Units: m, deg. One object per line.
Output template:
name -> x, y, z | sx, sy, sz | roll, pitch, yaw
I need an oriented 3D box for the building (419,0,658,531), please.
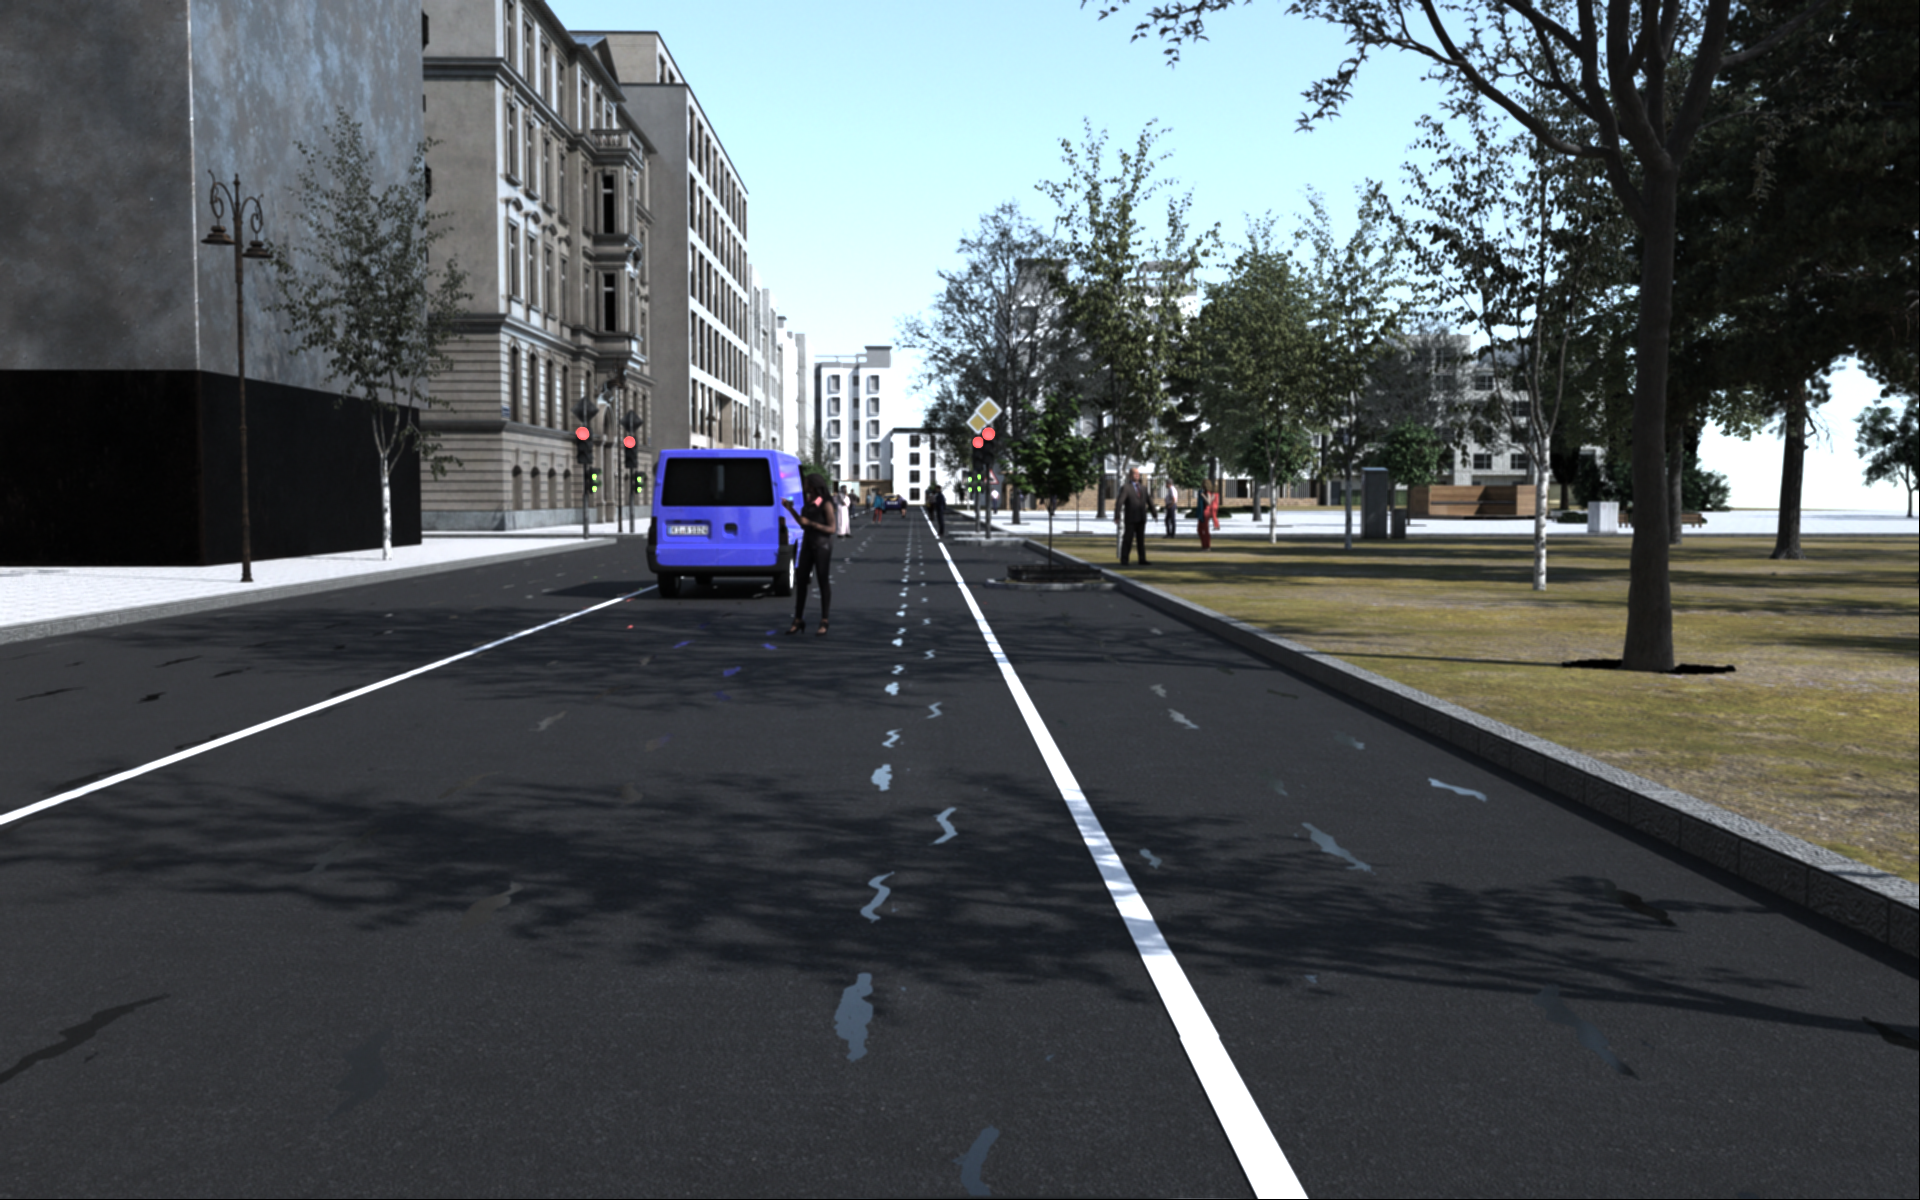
building -> -21.261, -15.691, 75.627 | 14.460, 24.649, 34.723 | 0, 4, -1

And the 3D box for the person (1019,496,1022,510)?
person -> 4.675, -8.032, 138.173 | 0.445, 1.727, 0.742 | -1, 4, -13

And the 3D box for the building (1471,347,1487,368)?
building -> 64.988, -22.740, 228.214 | 11.380, 20.091, 16.016 | 0, 4, -1

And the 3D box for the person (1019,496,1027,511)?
person -> 4.715, -7.534, 129.087 | 0.709, 1.838, 0.599 | -2, 4, -35

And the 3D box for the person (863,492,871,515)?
person -> -6.258, -6.515, 117.232 | 0.499, 1.552, 0.429 | -2, 4, -32

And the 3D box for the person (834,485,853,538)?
person -> -3.828, -2.919, 56.897 | 0.621, 1.740, 0.551 | 0, 4, 5

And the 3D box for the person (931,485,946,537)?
person -> -0.742, -3.019, 58.571 | 0.504, 1.737, 0.576 | 0, 4, 5

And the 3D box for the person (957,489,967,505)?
person -> 0.211, -12.019, 202.189 | 1.348, 1.869, 0.705 | 0, 4, -1

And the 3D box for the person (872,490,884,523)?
person -> -3.981, -4.532, 84.306 | 0.593, 1.614, 0.444 | 1, 4, 16

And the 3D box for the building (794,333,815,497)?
building -> -32.857, -20.275, 197.946 | 31.486, 18.905, 16.747 | 0, 4, -1

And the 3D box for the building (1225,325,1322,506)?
building -> 34.337, -20.974, 199.341 | 11.380, 20.091, 16.016 | 0, 4, -1

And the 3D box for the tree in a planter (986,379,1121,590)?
tree in a planter -> 1.408, -1.812, 26.841 | 1.991, 3.239, 1.994 | 0, 4, -1

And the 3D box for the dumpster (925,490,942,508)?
dumpster -> -2.772, -10.567, 180.983 | 1.865, 1.857, 1.264 | 0, 3, 0

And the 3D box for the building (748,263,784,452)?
building -> -24.676, -17.243, 148.387 | 16.747, 18.905, 31.486 | 0, 4, -1

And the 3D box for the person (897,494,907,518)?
person -> -3.512, -5.682, 104.628 | 0.697, 1.427, 0.421 | 2, 4, 29

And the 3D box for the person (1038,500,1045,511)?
person -> 6.048, -7.486, 131.626 | 0.799, 1.438, 0.628 | 1, 4, 10

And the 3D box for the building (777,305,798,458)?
building -> -24.952, -19.858, 181.105 | 16.016, 20.091, 11.380 | 0, 4, -1

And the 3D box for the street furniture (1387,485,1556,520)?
street furniture -> 27.356, -5.075, 89.823 | 9.812, 1.723, 11.010 | -1, 4, -20

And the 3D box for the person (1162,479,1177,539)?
person -> 6.022, -2.621, 49.830 | 0.436, 1.711, 0.756 | 1, 4, 9

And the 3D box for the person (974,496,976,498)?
person -> 1.737, -10.305, 175.232 | 0.721, 1.736, 1.217 | -1, 4, -21

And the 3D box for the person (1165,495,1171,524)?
person -> 8.849, -3.901, 73.059 | 0.421, 1.427, 0.697 | 1, 4, 10

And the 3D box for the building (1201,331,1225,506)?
building -> 22.965, -20.948, 198.919 | 11.380, 20.091, 16.016 | 0, 4, -1

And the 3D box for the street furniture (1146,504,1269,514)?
street furniture -> 15.302, -5.964, 113.131 | 10.072, 0.657, 5.734 | 0, 4, 1

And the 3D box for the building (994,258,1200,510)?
building -> 10.937, -17.637, 144.792 | 16.016, 20.091, 11.380 | 0, 4, -1

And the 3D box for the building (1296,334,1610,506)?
building -> 56.221, -20.397, 199.947 | 31.486, 18.905, 16.747 | 0, 4, -1

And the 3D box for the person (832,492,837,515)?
person -> -7.714, -5.903, 106.971 | 0.963, 1.587, 0.435 | 0, 4, 5

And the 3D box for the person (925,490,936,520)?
person -> -1.604, -5.146, 94.094 | 0.566, 1.644, 0.517 | 3, 5, 41

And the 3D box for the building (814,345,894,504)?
building -> -14.387, -22.633, 226.472 | 11.380, 20.091, 16.016 | 0, 4, -1

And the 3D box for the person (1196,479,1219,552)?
person -> 5.374, -1.867, 38.277 | 0.444, 1.614, 0.593 | 1, 4, 22

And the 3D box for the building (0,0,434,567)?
building -> -21.907, -10.438, 38.109 | 16.811, 18.784, 16.820 | 0, 4, -1

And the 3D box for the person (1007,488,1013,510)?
person -> 4.124, -7.954, 136.813 | 1.217, 1.735, 0.721 | -3, 5, -45

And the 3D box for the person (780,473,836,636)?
person -> -1.545, -0.466, 17.582 | 0.593, 1.643, 0.415 | 0, 4, 5

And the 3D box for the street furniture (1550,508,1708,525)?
street furniture -> 29.278, -3.750, 76.935 | 5.734, 0.657, 10.072 | 1, 4, 12

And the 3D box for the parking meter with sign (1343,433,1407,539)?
parking meter with sign -> 11.980, -3.285, 49.974 | 1.738, 3.016, 0.543 | 0, 4, -5

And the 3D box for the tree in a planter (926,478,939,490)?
tree in a planter -> -2.763, -11.556, 186.160 | 1.991, 3.239, 1.994 | 0, 4, -1

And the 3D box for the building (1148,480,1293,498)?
building -> 33.800, -17.213, 223.576 | 28.070, 9.664, 9.099 | 0, 4, -1

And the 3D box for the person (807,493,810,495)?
person -> -14.466, -9.524, 162.551 | 1.217, 1.735, 0.721 | -1, 4, -12

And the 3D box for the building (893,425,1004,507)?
building -> 5.440, -17.187, 223.150 | 28.070, 9.664, 9.099 | 0, 4, -1

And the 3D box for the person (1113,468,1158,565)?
person -> 3.192, -1.508, 31.258 | 0.990, 1.755, 0.434 | -2, 4, -27

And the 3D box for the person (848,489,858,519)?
person -> -6.149, -5.489, 99.070 | 0.655, 1.722, 0.431 | 2, 4, 28

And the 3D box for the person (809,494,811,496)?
person -> -14.882, -10.289, 174.716 | 0.683, 1.767, 0.568 | -2, 4, -27

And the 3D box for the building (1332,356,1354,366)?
building -> 53.418, -22.701, 227.586 | 11.380, 20.091, 16.016 | 0, 4, -1

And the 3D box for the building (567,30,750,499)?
building -> -24.675, -18.689, 110.079 | 19.350, 26.468, 34.151 | 0, 4, -1

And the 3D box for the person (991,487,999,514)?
person -> 2.188, -6.438, 112.238 | 0.756, 1.711, 0.436 | -2, 4, -32

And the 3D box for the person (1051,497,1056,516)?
person -> 5.538, -5.733, 100.221 | 0.568, 1.767, 0.683 | -1, 4, -9
